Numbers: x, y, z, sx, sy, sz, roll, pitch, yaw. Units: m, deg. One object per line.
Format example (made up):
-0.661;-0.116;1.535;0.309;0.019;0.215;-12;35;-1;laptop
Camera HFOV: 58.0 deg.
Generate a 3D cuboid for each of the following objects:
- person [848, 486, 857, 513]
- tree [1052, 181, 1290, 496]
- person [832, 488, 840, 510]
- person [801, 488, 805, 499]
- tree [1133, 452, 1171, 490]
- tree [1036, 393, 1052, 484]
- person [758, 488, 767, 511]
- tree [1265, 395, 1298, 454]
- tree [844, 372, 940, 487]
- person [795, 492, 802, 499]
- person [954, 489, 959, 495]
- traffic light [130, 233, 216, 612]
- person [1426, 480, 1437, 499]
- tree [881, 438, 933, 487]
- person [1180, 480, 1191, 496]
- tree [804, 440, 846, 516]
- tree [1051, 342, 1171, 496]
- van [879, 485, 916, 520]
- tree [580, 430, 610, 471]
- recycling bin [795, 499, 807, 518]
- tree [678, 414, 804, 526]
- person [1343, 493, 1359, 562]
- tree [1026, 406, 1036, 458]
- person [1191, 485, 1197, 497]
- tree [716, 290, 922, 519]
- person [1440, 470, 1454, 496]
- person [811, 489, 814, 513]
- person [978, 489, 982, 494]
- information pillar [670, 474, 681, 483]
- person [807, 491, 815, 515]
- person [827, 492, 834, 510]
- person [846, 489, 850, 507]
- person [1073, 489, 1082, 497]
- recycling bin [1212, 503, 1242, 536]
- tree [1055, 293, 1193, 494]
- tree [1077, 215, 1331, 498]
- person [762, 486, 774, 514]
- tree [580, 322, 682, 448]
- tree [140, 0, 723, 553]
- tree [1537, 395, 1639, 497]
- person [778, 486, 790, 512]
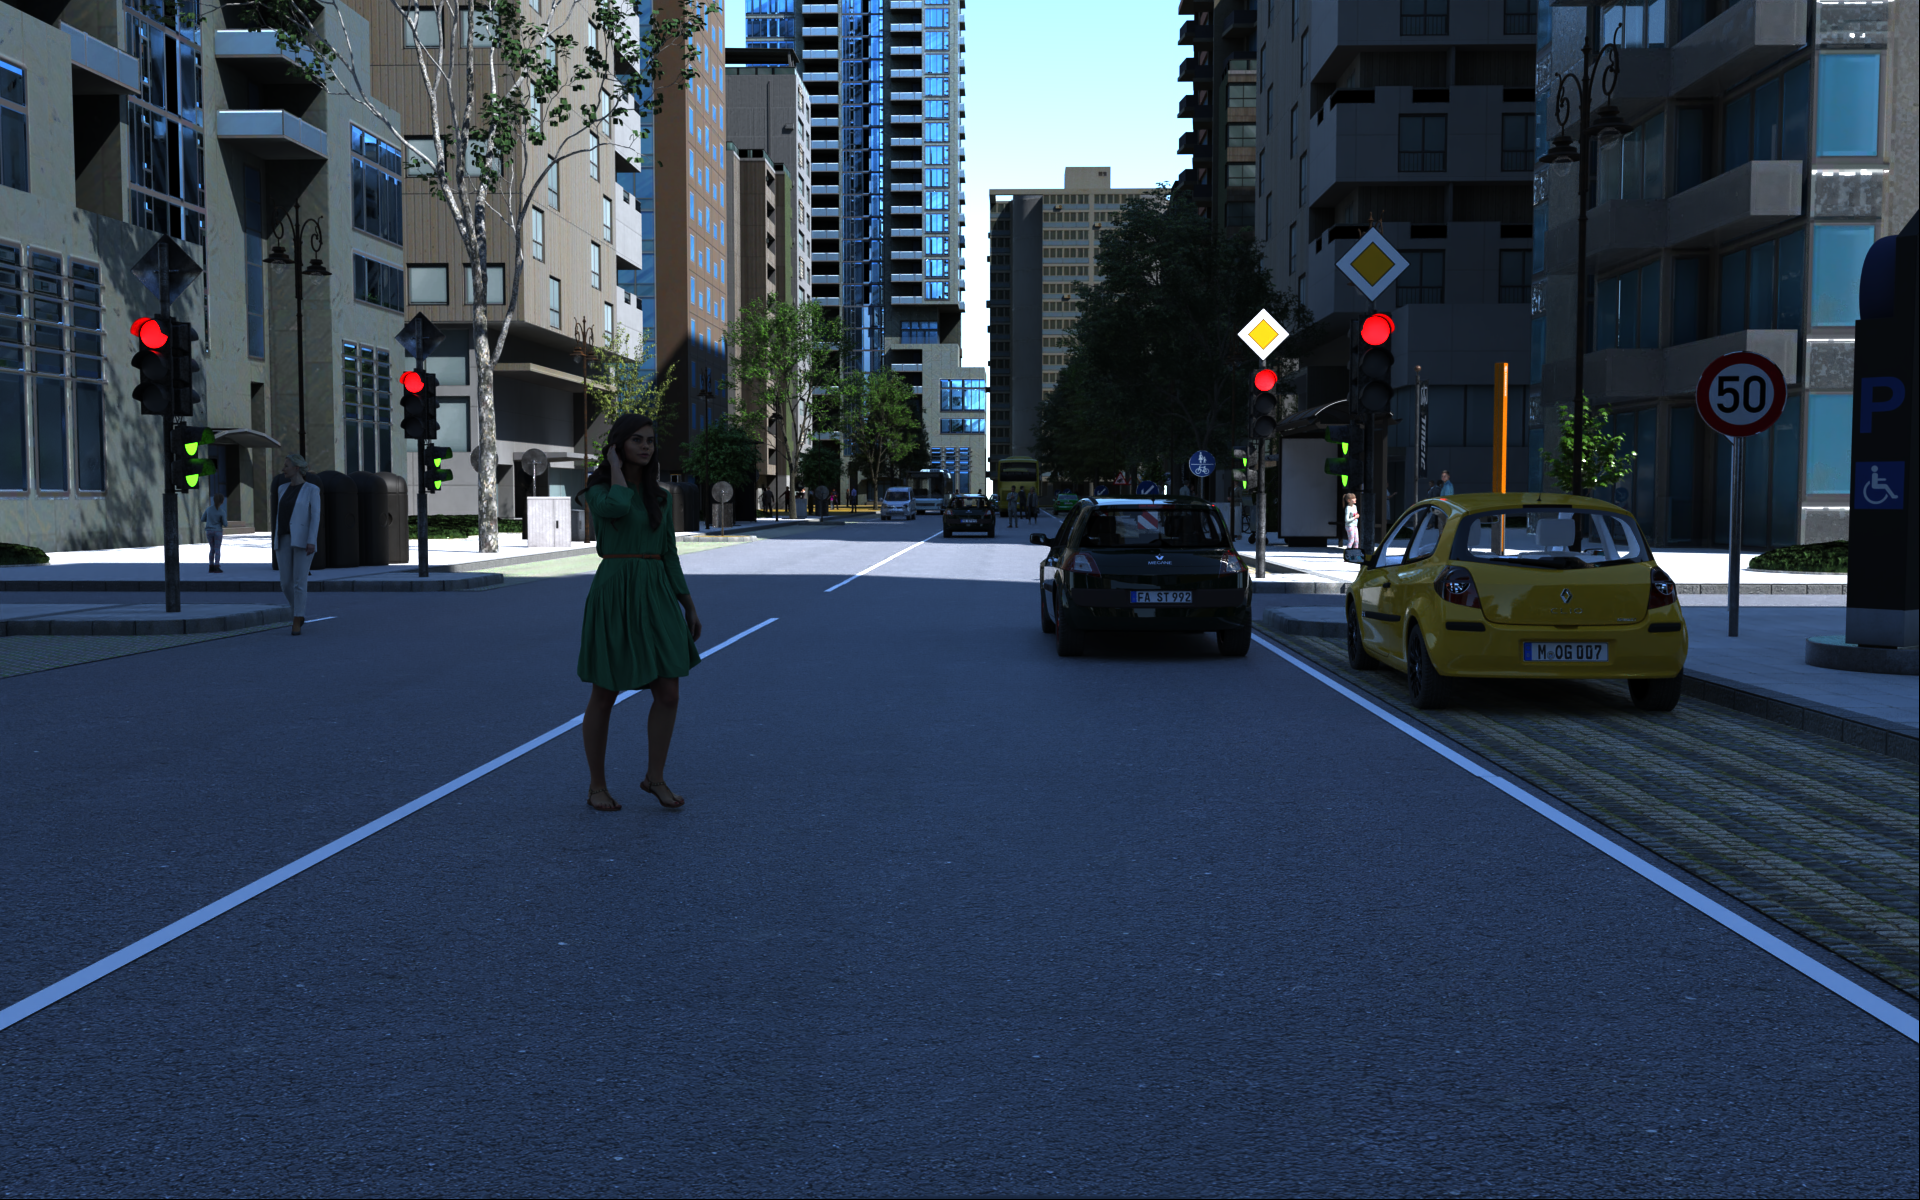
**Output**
-7.278;-6.764;116.508;0.599;1.838;0.709;2;4;28;person
8.928;-10.033;70.698;9.857;13.997;8.962;0;3;0;tree
-10.286;-8.348;142.976;0.683;1.767;0.568;-2;4;-27;person
-11.945;-7.601;131.125;0.445;1.727;0.742;-3;5;-41;person
8.776;-5.097;77.933;1.663;3.219;1.824;0;3;0;tree
11.777;-14.825;149.040;9.857;13.997;8.962;0;3;0;tree
-13.721;-7.001;121.232;0.721;1.735;1.217;2;4;33;person
18.877;-9.011;97.687;4.737;8.622;4.395;0;3;0;tree
-6.499;-15.062;163.279;9.611;12.733;9.660;0;3;0;tree
-11.799;-7.096;125.325;1.065;1.426;0.557;0;4;7;person
-0.213;-7.987;139.183;0.705;1.812;1.348;-2;4;-32;person
-8.543;-1.823;18.723;0.839;4.253;0.868;0;4;2;traffic light
16.968;-3.448;62.685;0.573;1.790;0.520;-2;4;-27;person
-6.260;-14.773;175.951;7.601;10.594;8.767;0;4;-1;tree
8.548;-3.631;65.504;0.391;1.810;0.635;-3;4;-36;person
-8.467;-7.275;102.666;4.285;4.588;4.351;0;3;0;tree
10.228;-11.620;108.116;7.486;12.596;7.792;0;3;0;tree
-3.399;-5.432;95.827;2.013;2.044;4.112;0;4;4;van
-10.470;-3.527;52.270;1.663;3.219;1.824;0;3;0;tree
-8.762;-5.004;94.368;0.722;1.027;0.722;-1;4;-17;recycling bin
-9.448;-5.241;69.412;4.285;4.588;4.351;0;3;0;tree
7.398;-1.361;32.572;0.394;1.301;0.425;1;4;22;person
11.158;-16.037;168.857;9.857;13.997;8.962;0;3;0;tree
12.257;-5.200;91.420;0.532;1.782;0.716;3;4;36;person
-8.470;-9.915;87.867;9.928;11.665;9.643;0;3;0;tree
11.545;-2.141;40.917;0.748;1.841;0.638;3;4;37;person
-10.109;-6.755;117.197;0.721;1.736;1.217;0;4;-7;person
1.513;-7.329;128.336;0.705;1.822;1.348;-3;4;-36;person
-10.538;-3.658;64.301;0.304;2.012;0.304;1;4;14;information pillar
-9.221;-6.168;107.625;0.721;1.736;1.217;-1;4;-19;person
-10.557;-8.097;141.659;0.599;1.433;0.991;2;4;31;person
-11.356;-10.359;175.547;0.705;1.807;1.348;0;4;-4;person
11.044;-9.651;163.965;1.348;1.807;0.705;-3;5;-40;person
7.874;-2.371;51.324;0.722;1.027;0.722;3;4;38;recycling bin
8.937;-10.085;90.639;9.928;11.665;9.643;0;3;0;tree
8.141;-7.617;58.942;8.767;10.594;7.601;0;4;6;tree
-11.909;-6.156;107.246;0.990;1.755;0.434;-3;5;-40;person
-14.349;-7.631;75.124;4.737;8.622;4.395;0;3;0;tree
-11.129;-11.021;36.090;12.611;20.169;13.585;0;3;0;tree
10.983;-2.222;30.934;1.663;3.219;1.824;0;3;0;tree
-12.136;-7.079;121.752;1.348;1.831;0.705;1;4;22;person
